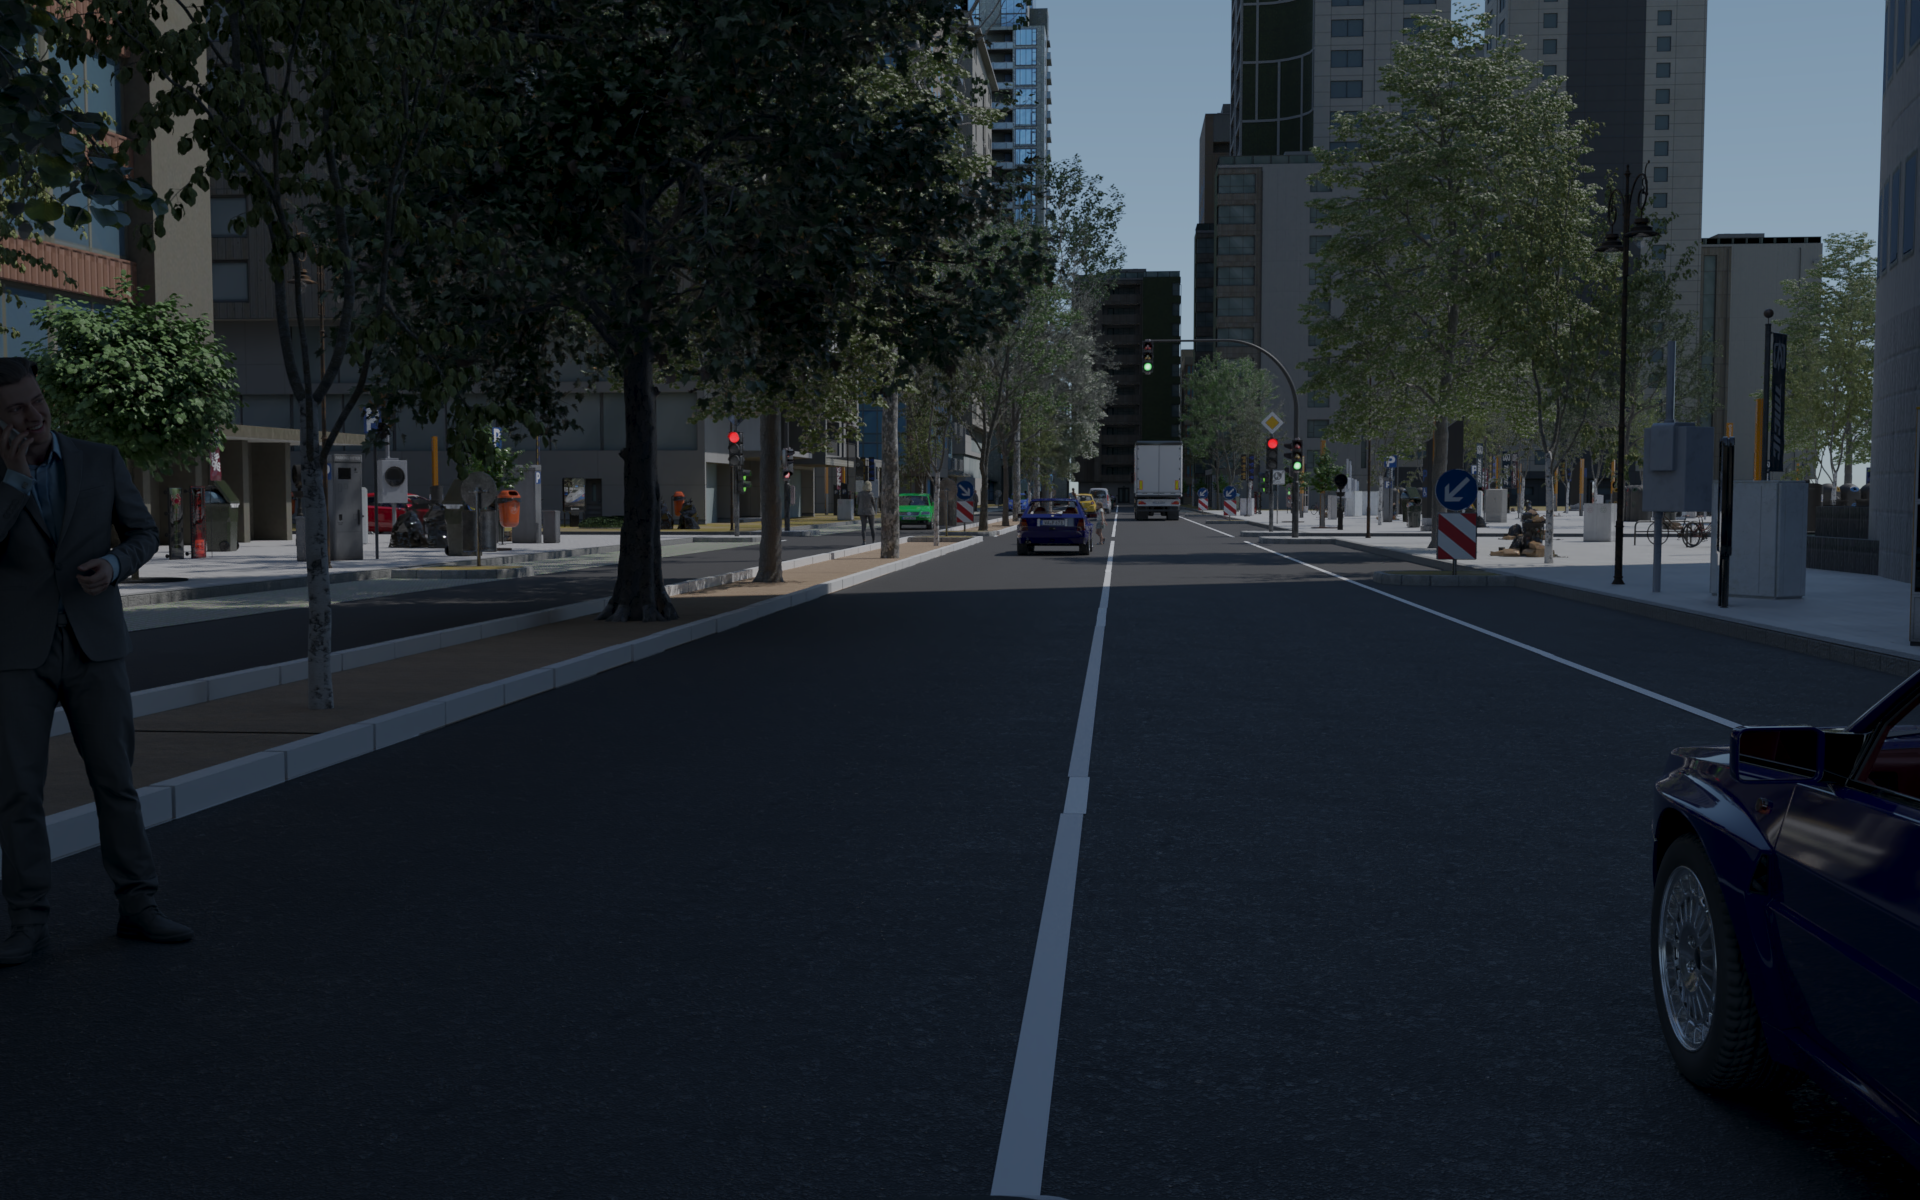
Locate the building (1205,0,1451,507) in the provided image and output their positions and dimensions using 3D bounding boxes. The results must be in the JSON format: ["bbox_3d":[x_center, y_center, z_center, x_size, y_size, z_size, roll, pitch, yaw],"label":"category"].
[{"bbox_3d":[34.639,-44.531,166.330,20.563,71.187,20.611,0,4,5],"label":"building"}]

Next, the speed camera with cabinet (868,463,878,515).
[{"bbox_3d":[-5.778,-7.018,109.076,0.660,3.252,2.038,-2,4,-25],"label":"speed camera with cabinet"}]

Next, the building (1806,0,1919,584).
[{"bbox_3d":[23.530,-29.187,19.209,21.231,58.520,28.212,0,4,5],"label":"building"}]

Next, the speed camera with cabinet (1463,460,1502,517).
[{"bbox_3d":[29.460,-6.316,97.605,2.038,3.252,0.660,2,4,26],"label":"speed camera with cabinet"}]

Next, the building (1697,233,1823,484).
[{"bbox_3d":[87.327,-25.947,195.927,14.107,30.474,14.160,0,4,5],"label":"building"}]

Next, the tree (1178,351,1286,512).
[{"bbox_3d":[19.577,-12.176,124.839,9.928,11.665,9.643,0,3,0],"label":"tree"}]

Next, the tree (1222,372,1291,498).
[{"bbox_3d":[17.826,-9.488,105.494,4.360,8.622,3.978,0,3,0],"label":"tree"}]

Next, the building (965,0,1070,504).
[{"bbox_3d":[-0.940,-56.096,229.843,31.000,86.520,22.319,0,4,5],"label":"building"}]

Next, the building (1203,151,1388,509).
[{"bbox_3d":[28.938,-23.148,150.176,14.160,30.474,14.107,0,4,5],"label":"building"}]

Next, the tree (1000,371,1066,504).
[{"bbox_3d":[4.040,-8.985,99.731,4.737,8.622,4.395,0,3,0],"label":"tree"}]

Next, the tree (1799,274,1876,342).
[{"bbox_3d":[29.745,-6.642,58.951,4.737,8.622,4.395,0,3,0],"label":"tree"}]

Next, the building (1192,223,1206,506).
[{"bbox_3d":[31.987,-25.323,185.732,14.160,30.474,14.107,0,4,5],"label":"building"}]

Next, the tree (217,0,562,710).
[{"bbox_3d":[-4.230,-3.559,11.014,4.737,8.622,4.395,0,3,0],"label":"tree"}]

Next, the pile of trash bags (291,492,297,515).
[{"bbox_3d":[-25.451,-3.657,69.536,3.447,1.369,1.912,-2,4,-27],"label":"pile of trash bags"}]

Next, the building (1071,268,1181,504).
[{"bbox_3d":[21.462,-27.731,225.102,14.107,30.474,14.160,0,4,5],"label":"building"}]

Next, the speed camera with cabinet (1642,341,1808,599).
[{"bbox_3d":[9.678,-1.688,21.942,0.660,3.252,2.038,-2,4,-28],"label":"speed camera with cabinet"}]

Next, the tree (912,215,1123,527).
[{"bbox_3d":[2.033,-9.976,75.929,12.009,13.543,11.850,0,3,0],"label":"tree"}]

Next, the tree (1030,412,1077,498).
[{"bbox_3d":[6.639,-10.645,126.872,4.360,8.622,3.978,0,3,0],"label":"tree"}]

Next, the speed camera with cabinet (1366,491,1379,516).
[{"bbox_3d":[24.015,-6.675,103.476,2.038,3.252,0.660,1,4,21],"label":"speed camera with cabinet"}]

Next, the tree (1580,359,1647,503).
[{"bbox_3d":[33.097,-8.521,89.676,4.360,8.622,3.978,0,3,0],"label":"tree"}]

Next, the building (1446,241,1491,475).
[{"bbox_3d":[52.010,-26.105,198.521,14.107,30.474,14.160,0,4,5],"label":"building"}]

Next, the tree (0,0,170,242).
[{"bbox_3d":[-4.859,-5.773,3.495,9.857,13.997,8.962,0,3,0],"label":"tree"}]

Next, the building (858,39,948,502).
[{"bbox_3d":[-8.591,-30.178,143.526,14.600,45.320,14.200,0,4,5],"label":"building"}]

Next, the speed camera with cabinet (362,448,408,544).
[{"bbox_3d":[-15.211,-3.053,44.250,2.038,3.252,0.660,-3,5,-40],"label":"speed camera with cabinet"}]

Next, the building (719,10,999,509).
[{"bbox_3d":[-10.345,-37.148,196.605,27.495,52.752,28.713,0,4,5],"label":"building"}]

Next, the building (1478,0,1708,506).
[{"bbox_3d":[69.090,-46.190,193.456,20.611,71.187,20.563,0,4,5],"label":"building"}]

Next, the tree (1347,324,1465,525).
[{"bbox_3d":[17.473,-7.377,70.983,4.360,8.622,3.978,0,3,0],"label":"tree"}]

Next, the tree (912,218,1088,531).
[{"bbox_3d":[0.970,-8.335,64.485,9.928,11.665,9.643,0,3,0],"label":"tree"}]

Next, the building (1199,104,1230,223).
[{"bbox_3d":[34.644,-33.586,199.247,14.600,45.320,14.200,0,4,5],"label":"building"}]

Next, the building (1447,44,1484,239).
[{"bbox_3d":[73.269,-41.646,222.909,28.212,58.520,21.231,0,4,5],"label":"building"}]

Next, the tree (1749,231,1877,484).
[{"bbox_3d":[38.670,-9.625,75.503,7.486,12.596,7.792,0,3,0],"label":"tree"}]

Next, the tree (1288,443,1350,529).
[{"bbox_3d":[13.502,-4.279,64.564,1.663,3.219,1.824,0,3,0],"label":"tree"}]

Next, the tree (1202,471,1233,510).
[{"bbox_3d":[21.452,-9.062,142.757,1.663,3.219,1.824,0,3,0],"label":"tree"}]

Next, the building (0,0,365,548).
[{"bbox_3d":[-32.629,-23.558,39.806,28.867,44.769,22.147,0,4,5],"label":"building"}]

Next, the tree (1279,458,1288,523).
[{"bbox_3d":[15.189,-5.114,78.212,1.663,3.219,1.824,0,3,0],"label":"tree"}]

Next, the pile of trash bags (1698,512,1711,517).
[{"bbox_3d":[42.202,-5.472,99.226,3.447,1.369,1.912,1,4,8],"label":"pile of trash bags"}]

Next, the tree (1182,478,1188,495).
[{"bbox_3d":[25.821,-12.649,201.418,1.663,3.219,1.824,0,3,0],"label":"tree"}]

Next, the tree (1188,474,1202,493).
[{"bbox_3d":[23.113,-10.507,166.387,1.663,3.219,1.824,0,3,0],"label":"tree"}]

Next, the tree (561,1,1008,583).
[{"bbox_3d":[-3.142,-6.576,28.105,7.486,12.596,7.792,0,3,0],"label":"tree"}]

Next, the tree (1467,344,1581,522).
[{"bbox_3d":[26.035,-7.923,79.906,4.360,8.622,3.978,0,3,0],"label":"tree"}]

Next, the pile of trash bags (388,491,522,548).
[{"bbox_3d":[-12.119,-1.994,42.356,1.912,1.369,3.447,2,4,33],"label":"pile of trash bags"}]

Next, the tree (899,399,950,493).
[{"bbox_3d":[-2.797,-10.860,127.931,4.737,8.622,4.395,0,3,0],"label":"tree"}]

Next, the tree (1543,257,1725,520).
[{"bbox_3d":[26.519,-8.195,68.395,7.601,10.594,8.767,2,4,31],"label":"tree"}]

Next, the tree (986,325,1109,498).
[{"bbox_3d":[5.860,-12.871,119.555,9.857,13.997,8.962,0,3,0],"label":"tree"}]

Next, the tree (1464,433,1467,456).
[{"bbox_3d":[24.899,-8.674,92.188,4.360,8.622,3.978,0,3,0],"label":"tree"}]

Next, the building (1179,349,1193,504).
[{"bbox_3d":[43.935,-23.588,230.710,28.899,21.520,27.650,0,4,5],"label":"building"}]

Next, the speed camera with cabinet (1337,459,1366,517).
[{"bbox_3d":[22.121,-6.359,98.303,0.660,3.252,2.038,3,5,40],"label":"speed camera with cabinet"}]

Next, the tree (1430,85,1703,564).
[{"bbox_3d":[10.906,-4.965,31.535,4.737,8.622,4.395,0,3,0],"label":"tree"}]

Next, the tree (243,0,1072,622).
[{"bbox_3d":[-3.622,-6.117,19.476,9.611,12.733,9.660,0,3,0],"label":"tree"}]

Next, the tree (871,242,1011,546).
[{"bbox_3d":[-0.642,-5.791,47.497,4.360,8.622,3.978,0,3,0],"label":"tree"}]

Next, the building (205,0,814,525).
[{"bbox_3d":[-20.545,-30.260,83.983,28.713,52.752,27.495,0,4,5],"label":"building"}]

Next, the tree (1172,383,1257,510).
[{"bbox_3d":[20.082,-12.363,136.541,7.601,10.594,8.767,0,4,-5],"label":"tree"}]

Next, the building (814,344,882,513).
[{"bbox_3d":[-15.956,-41.923,123.695,20.563,71.187,20.611,0,4,5],"label":"building"}]

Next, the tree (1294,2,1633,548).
[{"bbox_3d":[11.761,-7.493,40.631,7.486,12.596,7.792,0,3,0],"label":"tree"}]

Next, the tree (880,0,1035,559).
[{"bbox_3d":[-2.682,-11.032,38.726,12.611,20.169,13.585,0,3,0],"label":"tree"}]

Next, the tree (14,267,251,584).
[{"bbox_3d":[-12.163,-2.548,25.376,4.285,4.588,4.351,0,3,0],"label":"tree"}]

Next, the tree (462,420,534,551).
[{"bbox_3d":[-10.698,-2.724,39.141,1.663,3.219,1.824,0,3,0],"label":"tree"}]

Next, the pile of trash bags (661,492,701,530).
[{"bbox_3d":[-10.486,-3.310,63.869,1.912,1.369,3.447,0,4,-5],"label":"pile of trash bags"}]

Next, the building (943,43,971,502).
[{"bbox_3d":[-11.502,-33.444,166.415,23.786,49.044,30.456,0,4,5],"label":"building"}]
